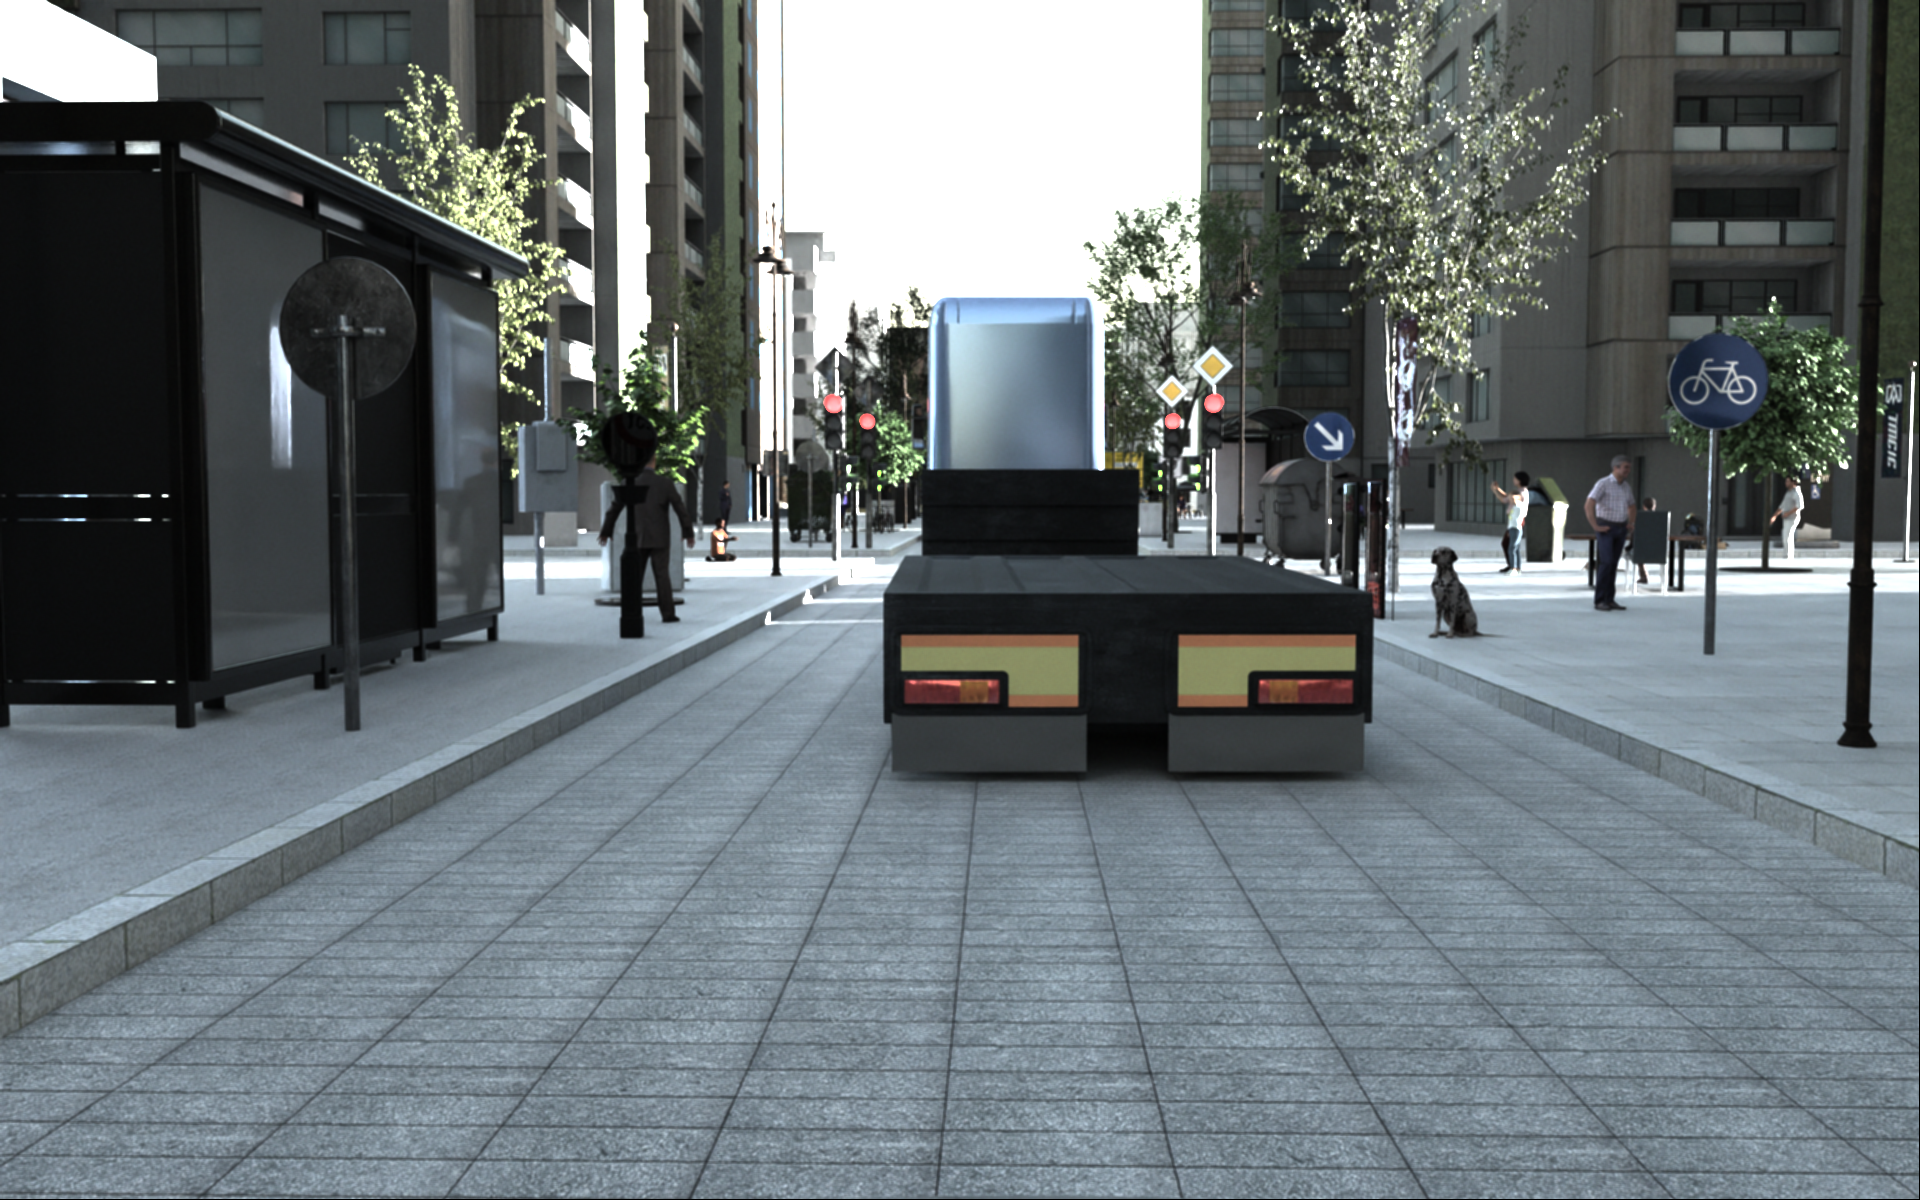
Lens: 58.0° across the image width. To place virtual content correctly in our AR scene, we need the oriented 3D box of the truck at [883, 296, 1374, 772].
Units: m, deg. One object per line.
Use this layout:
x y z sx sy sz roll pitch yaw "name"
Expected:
0.789 -1.716 17.809 2.967 4.110 18.799 0 4 0 "truck"

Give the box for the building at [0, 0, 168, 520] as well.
-27.649 -42.811 12.638 31.000 86.520 22.319 0 4 2 "building"

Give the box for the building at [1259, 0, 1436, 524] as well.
21.000 -18.934 81.278 14.160 30.474 14.107 0 4 2 "building"

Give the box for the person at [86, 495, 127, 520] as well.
-7.607 -0.557 15.300 0.789 1.805 0.875 -1 4 -21 "person"

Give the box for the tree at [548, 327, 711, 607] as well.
-3.620 -1.558 20.070 1.663 3.219 1.824 0 3 0 "tree"

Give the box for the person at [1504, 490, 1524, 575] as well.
8.817 -1.081 27.624 0.340 1.345 0.435 0 4 5 "person"

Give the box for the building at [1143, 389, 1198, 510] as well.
20.150 -11.996 138.283 9.099 9.664 28.070 0 4 2 "building"

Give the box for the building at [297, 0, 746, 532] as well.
-16.829 -23.628 69.911 14.154 41.232 14.086 0 4 2 "building"

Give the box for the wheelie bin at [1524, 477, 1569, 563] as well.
11.015 -1.516 32.702 0.693 1.594 0.980 3 5 44 "wheelie bin"

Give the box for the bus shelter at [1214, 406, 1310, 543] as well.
7.287 -2.980 42.652 2.014 3.302 5.546 0 4 1 "bus shelter"

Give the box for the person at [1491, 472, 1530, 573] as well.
8.950 -1.267 28.217 0.517 1.644 0.566 -2 4 -28 "person"

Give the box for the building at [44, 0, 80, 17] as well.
-31.835 -17.414 56.421 14.107 30.474 14.160 0 4 2 "building"

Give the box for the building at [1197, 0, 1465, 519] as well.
21.443 -25.798 105.393 14.154 41.232 14.086 0 4 2 "building"

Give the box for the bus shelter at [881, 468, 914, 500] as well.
-3.082 -6.121 91.357 1.731 3.624 6.357 0 4 1 "bus shelter"

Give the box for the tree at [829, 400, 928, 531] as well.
-2.886 -4.717 60.841 4.285 4.588 4.351 0 3 0 "tree"

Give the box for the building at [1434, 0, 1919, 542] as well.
22.297 -22.535 52.049 14.086 41.232 14.154 0 4 2 "building"

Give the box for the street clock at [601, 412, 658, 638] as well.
-2.937 -0.666 15.452 0.471 2.002 0.358 0 4 -3 "street clock"

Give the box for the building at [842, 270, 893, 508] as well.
-21.315 -19.095 156.173 27.936 21.610 32.646 0 4 2 "building"

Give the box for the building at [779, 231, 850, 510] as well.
-16.123 -16.289 122.742 16.016 20.091 11.380 0 4 2 "building"

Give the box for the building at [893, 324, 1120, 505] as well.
7.402 -23.122 222.024 32.646 21.610 27.936 0 4 2 "building"

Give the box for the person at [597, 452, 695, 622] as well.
-3.144 -0.662 17.417 0.990 1.755 0.434 0 4 6 "person"

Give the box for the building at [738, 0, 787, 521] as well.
-16.305 -26.546 84.133 14.600 45.320 14.200 0 4 2 "building"

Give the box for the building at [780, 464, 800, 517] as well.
-25.182 -25.181 103.589 32.217 40.220 23.993 0 4 2 "building"

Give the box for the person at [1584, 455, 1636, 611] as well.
7.286 -0.749 19.227 0.756 1.711 0.436 -1 4 -19 "person"

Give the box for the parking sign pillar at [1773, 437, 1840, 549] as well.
20.210 -3.228 41.249 1.447 3.967 1.447 -2 4 -29 "parking sign pillar"

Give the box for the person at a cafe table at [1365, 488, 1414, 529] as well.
15.895 -3.405 64.183 1.698 1.524 1.622 1 4 12 "person at a cafe table"

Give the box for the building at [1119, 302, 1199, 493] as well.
24.828 -18.419 167.611 16.747 18.905 31.486 0 4 2 "building"

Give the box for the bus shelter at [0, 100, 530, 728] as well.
-4.970 -2.029 10.803 2.179 5.291 8.768 0 4 2 "bus shelter"

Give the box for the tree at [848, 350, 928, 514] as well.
-2.306 -8.068 82.269 4.737 8.622 4.395 0 3 0 "tree"

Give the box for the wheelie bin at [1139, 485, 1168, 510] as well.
7.132 -3.341 62.528 0.980 1.594 0.693 -2 4 -35 "wheelie bin"

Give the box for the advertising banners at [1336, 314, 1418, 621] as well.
4.308 -1.330 17.941 0.090 3.025 2.074 0 4 -7 "advertising banners"

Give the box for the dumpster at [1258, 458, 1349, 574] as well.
5.641 -1.383 28.370 1.264 1.857 1.865 0 4 2 "dumpster"

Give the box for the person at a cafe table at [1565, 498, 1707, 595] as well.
8.980 -0.734 22.864 1.698 1.238 1.726 1 4 13 "person at a cafe table"

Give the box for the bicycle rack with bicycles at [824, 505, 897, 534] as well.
-3.173 -2.695 57.445 2.852 0.926 2.925 1 4 18 "bicycle rack with bicycles"

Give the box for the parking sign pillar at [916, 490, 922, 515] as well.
-2.788 -7.212 106.394 1.447 3.967 1.447 1 4 15 "parking sign pillar"

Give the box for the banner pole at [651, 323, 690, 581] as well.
-4.334 -2.177 25.615 0.401 3.779 0.863 -3 5 -39 "banner pole"

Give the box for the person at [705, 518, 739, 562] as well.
-4.481 -1.141 32.981 0.655 0.850 0.859 2 4 24 "person"

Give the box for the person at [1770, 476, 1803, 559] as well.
16.938 -1.644 35.535 0.789 1.805 0.875 0 4 3 "person"

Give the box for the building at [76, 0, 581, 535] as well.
-18.519 -22.770 55.891 14.154 41.232 14.086 0 4 2 "building"

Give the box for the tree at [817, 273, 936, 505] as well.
-2.566 -8.469 72.877 7.601 10.594 8.767 1 4 8 "tree"

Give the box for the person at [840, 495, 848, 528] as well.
-4.366 -3.462 65.010 0.546 1.535 0.453 3 5 42 "person"

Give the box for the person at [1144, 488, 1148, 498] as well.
8.413 -4.268 78.038 0.614 1.554 0.590 -1 4 -20 "person"

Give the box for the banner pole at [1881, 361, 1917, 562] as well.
17.788 -2.618 32.827 0.401 3.779 0.863 -1 4 -17 "banner pole"

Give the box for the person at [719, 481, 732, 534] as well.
-7.495 -2.957 55.317 0.530 1.710 0.541 3 5 41 "person"

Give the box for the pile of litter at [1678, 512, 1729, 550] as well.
17.414 -1.621 40.461 1.719 0.858 1.176 -3 5 -40 "pile of litter"

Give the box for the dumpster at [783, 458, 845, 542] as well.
-3.945 -2.700 46.644 1.502 2.255 1.985 0 4 2 "dumpster"

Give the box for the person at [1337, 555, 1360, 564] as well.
7.115 -0.926 31.653 0.357 0.543 0.381 2 4 34 "person"
